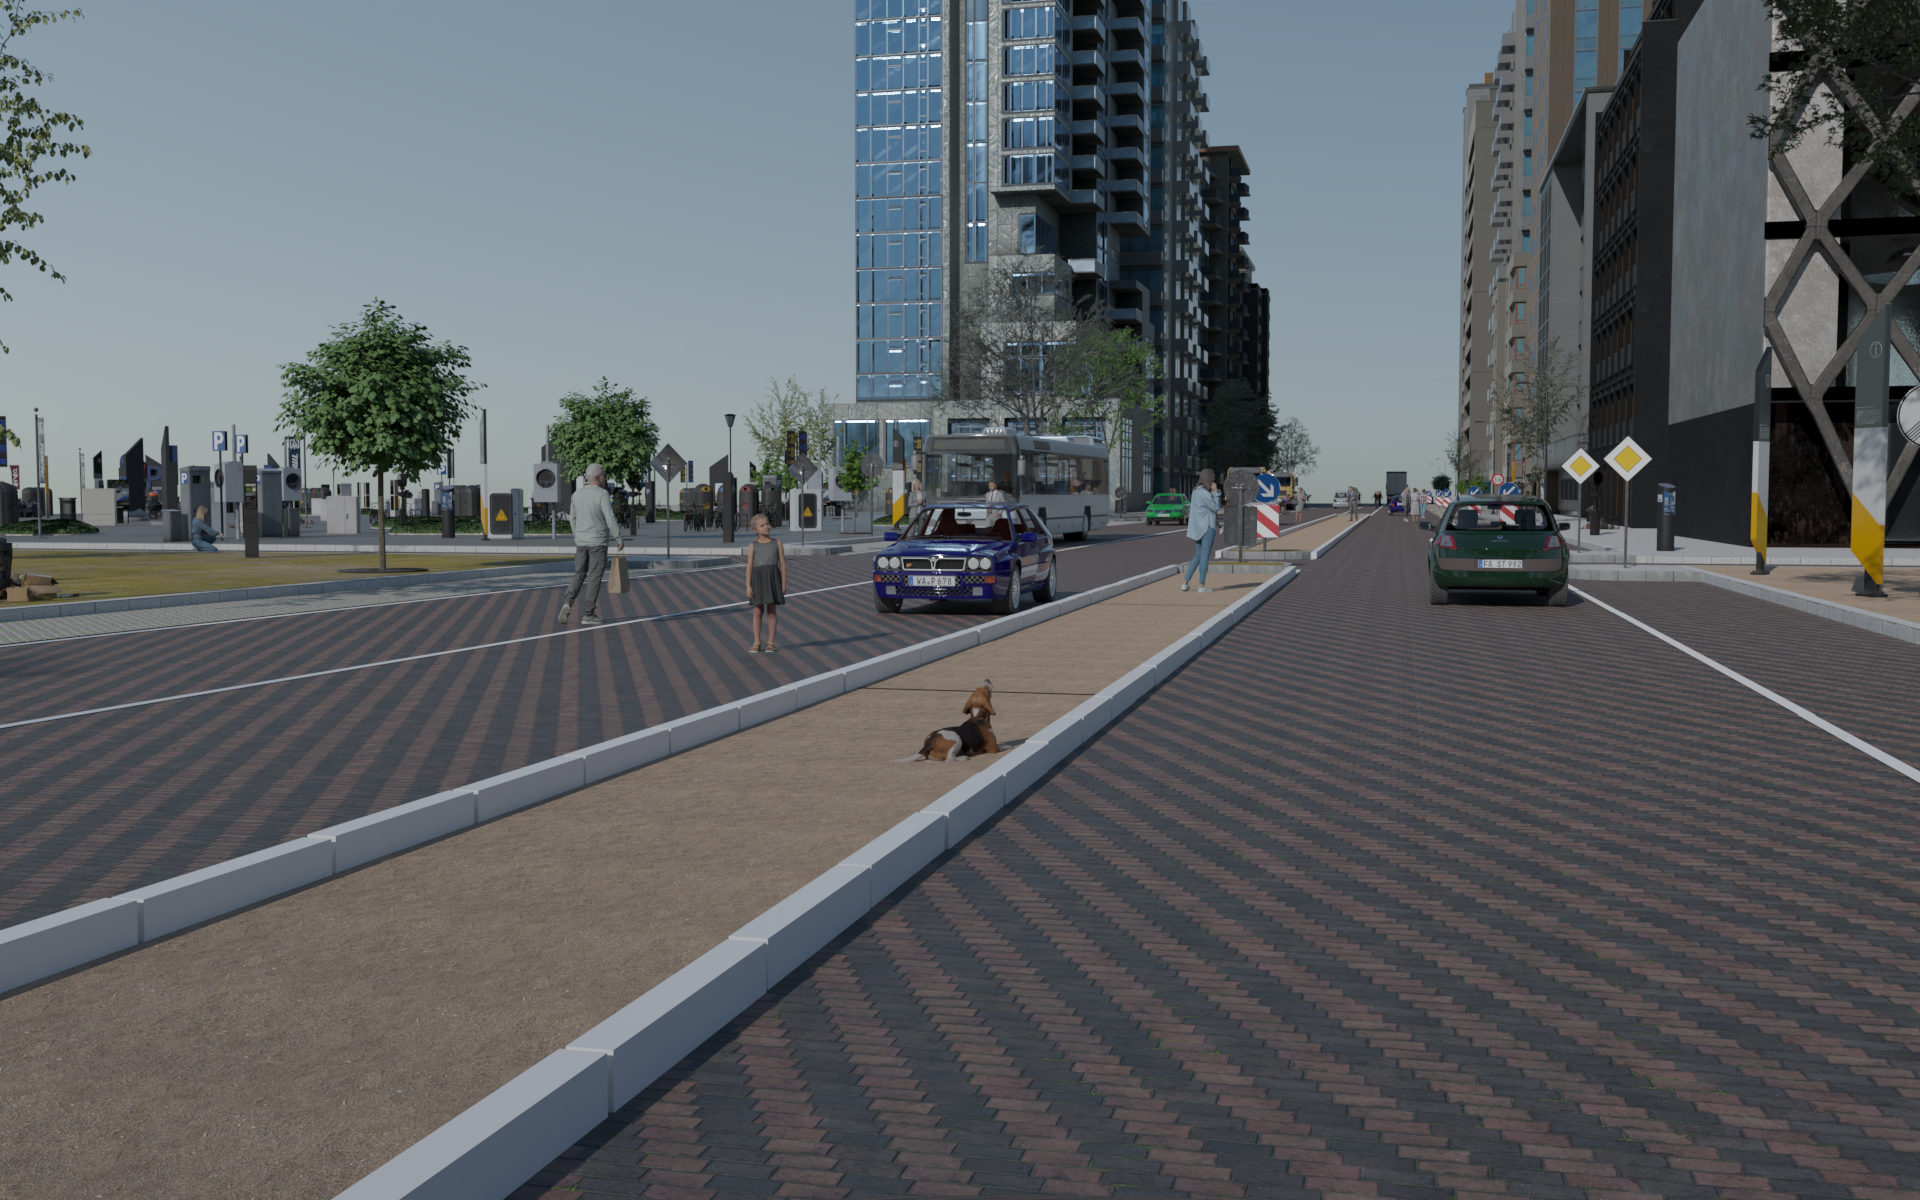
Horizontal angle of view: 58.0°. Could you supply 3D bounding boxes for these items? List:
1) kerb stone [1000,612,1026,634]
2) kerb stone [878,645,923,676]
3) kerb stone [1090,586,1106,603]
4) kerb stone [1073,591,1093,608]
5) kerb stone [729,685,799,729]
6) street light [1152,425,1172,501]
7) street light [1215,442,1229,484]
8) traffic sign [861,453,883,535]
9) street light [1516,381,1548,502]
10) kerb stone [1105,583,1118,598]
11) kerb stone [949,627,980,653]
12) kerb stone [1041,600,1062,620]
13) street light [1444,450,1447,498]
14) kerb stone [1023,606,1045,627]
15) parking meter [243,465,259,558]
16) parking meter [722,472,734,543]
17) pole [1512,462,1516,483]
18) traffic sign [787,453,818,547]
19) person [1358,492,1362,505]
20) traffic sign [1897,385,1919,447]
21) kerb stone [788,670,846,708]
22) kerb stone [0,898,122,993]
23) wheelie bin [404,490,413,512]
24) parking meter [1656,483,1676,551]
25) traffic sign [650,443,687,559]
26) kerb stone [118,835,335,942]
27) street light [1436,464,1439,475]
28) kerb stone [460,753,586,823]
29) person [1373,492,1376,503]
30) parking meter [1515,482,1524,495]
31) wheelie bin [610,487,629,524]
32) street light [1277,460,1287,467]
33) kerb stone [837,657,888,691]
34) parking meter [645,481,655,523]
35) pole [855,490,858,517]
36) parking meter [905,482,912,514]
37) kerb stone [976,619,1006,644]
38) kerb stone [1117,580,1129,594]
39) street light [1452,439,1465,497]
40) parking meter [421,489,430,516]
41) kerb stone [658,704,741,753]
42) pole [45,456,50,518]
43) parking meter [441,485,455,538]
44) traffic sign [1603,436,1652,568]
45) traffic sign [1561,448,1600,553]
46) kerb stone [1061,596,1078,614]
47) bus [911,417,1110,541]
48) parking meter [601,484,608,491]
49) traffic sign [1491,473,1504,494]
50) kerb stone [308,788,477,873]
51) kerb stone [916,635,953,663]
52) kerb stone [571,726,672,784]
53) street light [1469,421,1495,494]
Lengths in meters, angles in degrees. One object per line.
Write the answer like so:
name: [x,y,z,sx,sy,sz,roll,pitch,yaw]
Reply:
kerb stone: [0.493,0.261,17.935,0.120,0.150,1.000,1,4,14]
kerb stone: [-0.512,0.504,13.960,0.120,0.150,1.000,1,4,14]
kerb stone: [1.756,-0.043,22.906,0.120,0.150,1.000,1,4,14]
kerb stone: [1.501,0.017,21.916,0.120,0.150,1.000,1,4,14]
kerb stone: [-1.263,0.687,10.972,0.120,0.150,1.000,1,4,14]
street light: [13.586,-8.825,116.828,1.470,5.913,1.316,1,4,14]
street light: [23.327,-11.133,154.567,1.470,5.913,1.316,1,4,14]
traffic sign: [-2.756,-3.299,54.040,0.768,2.556,0.104,1,4,21]
street light: [23.555,-6.038,71.265,1.470,5.913,1.316,1,4,14]
kerb stone: [2.010,-0.105,23.907,0.120,0.150,1.000,1,4,14]
kerb stone: [-0.015,0.386,15.946,0.120,0.150,1.000,1,4,14]
kerb stone: [0.993,0.139,19.919,0.120,0.150,1.000,1,4,14]
street light: [52.185,-12.946,184.203,1.470,5.913,1.316,1,4,14]
kerb stone: [0.747,0.202,18.926,0.120,0.150,1.000,1,4,14]
parking meter: [-14.252,-1.780,34.817,0.255,1.863,0.399,-1,4,-21]
parking meter: [-6.109,-2.446,45.700,0.255,1.863,0.399,0,4,1]
pole: [34.715,-7.018,108.579,0.158,3.312,0.155,0,3,0]
traffic sign: [-3.820,-2.349,42.049,0.795,2.450,0.064,1,4,14]
person: [54.220,-13.831,235.319,0.721,1.739,1.217,-2,4,-35]
traffic sign: [11.000,-1.193,19.609,0.768,2.556,0.104,1,4,18]
kerb stone: [-1.017,0.625,11.976,0.120,0.150,1.000,1,4,14]
kerb stone: [-2.780,1.051,5.005,0.120,0.150,1.000,1,4,14]
wheelie bin: [-40.055,-7.194,125.524,0.693,1.594,0.980,1,4,9]
parking meter: [15.868,-1.866,38.919,0.372,1.533,0.369,0,3,0]
traffic sign: [-5.781,-1.876,34.308,0.795,2.450,0.064,1,4,14]
kerb stone: [-2.526,0.995,5.998,0.120,0.150,1.000,1,4,14]
street light: [62.909,-15.542,226.657,1.470,5.913,1.316,1,4,14]
kerb stone: [-2.020,0.869,7.996,0.120,0.150,1.000,1,4,14]
person: [63.721,-15.711,265.396,0.705,1.821,1.348,-2,4,-28]
parking meter: [27.159,-4.798,84.155,0.399,1.863,0.255,2,4,26]
wheelie bin: [-14.715,-4.099,74.928,0.693,1.594,0.980,2,4,28]
street light: [43.654,-16.066,235.214,1.470,5.913,1.316,1,4,14]
kerb stone: [-0.758,0.564,12.968,0.120,0.150,1.000,1,4,14]
parking meter: [-13.780,-4.357,76.949,0.399,1.863,0.255,2,4,31]
pole: [-5.772,-6.263,96.239,0.158,3.312,0.155,0,3,0]
parking meter: [-2.539,-4.797,84.150,0.255,1.863,0.399,-3,5,-41]
kerb stone: [0.254,0.321,16.939,0.120,0.150,1.000,1,4,14]
kerb stone: [2.261,-0.158,24.898,0.120,0.150,1.000,1,4,14]
street light: [42.635,-10.652,146.699,1.470,5.913,1.316,1,4,14]
parking meter: [-24.835,-4.410,80.516,0.372,1.533,0.369,0,3,0]
kerb stone: [-1.518,0.747,9.981,0.120,0.150,1.000,1,4,14]
pole: [-48.387,-5.990,91.774,0.158,3.312,0.155,0,3,0]
parking meter: [-14.973,-2.584,50.667,0.372,1.533,0.369,0,3,0]
traffic sign: [11.514,-1.607,29.922,0.795,2.450,0.064,1,4,14]
traffic sign: [13.475,-2.081,37.664,0.795,2.450,0.064,1,4,14]
kerb stone: [1.250,0.083,20.920,0.120,0.150,1.000,1,4,14]
bus: [1.773,-3.361,49.813,2.948,3.499,13.247,1,4,16]
parking meter: [-19.547,-5.474,95.207,0.399,1.863,0.255,2,4,26]
traffic sign: [32.771,-6.452,105.598,0.768,2.556,0.104,1,4,16]
kerb stone: [-2.278,0.929,7.000,0.120,0.150,1.000,1,4,14]
kerb stone: [-0.263,0.443,14.954,0.120,0.150,1.000,1,4,14]
kerb stone: [-1.770,0.808,8.987,0.120,0.150,1.000,1,4,14]
street light: [33.242,-8.384,109.622,1.470,5.913,1.316,1,4,14]
